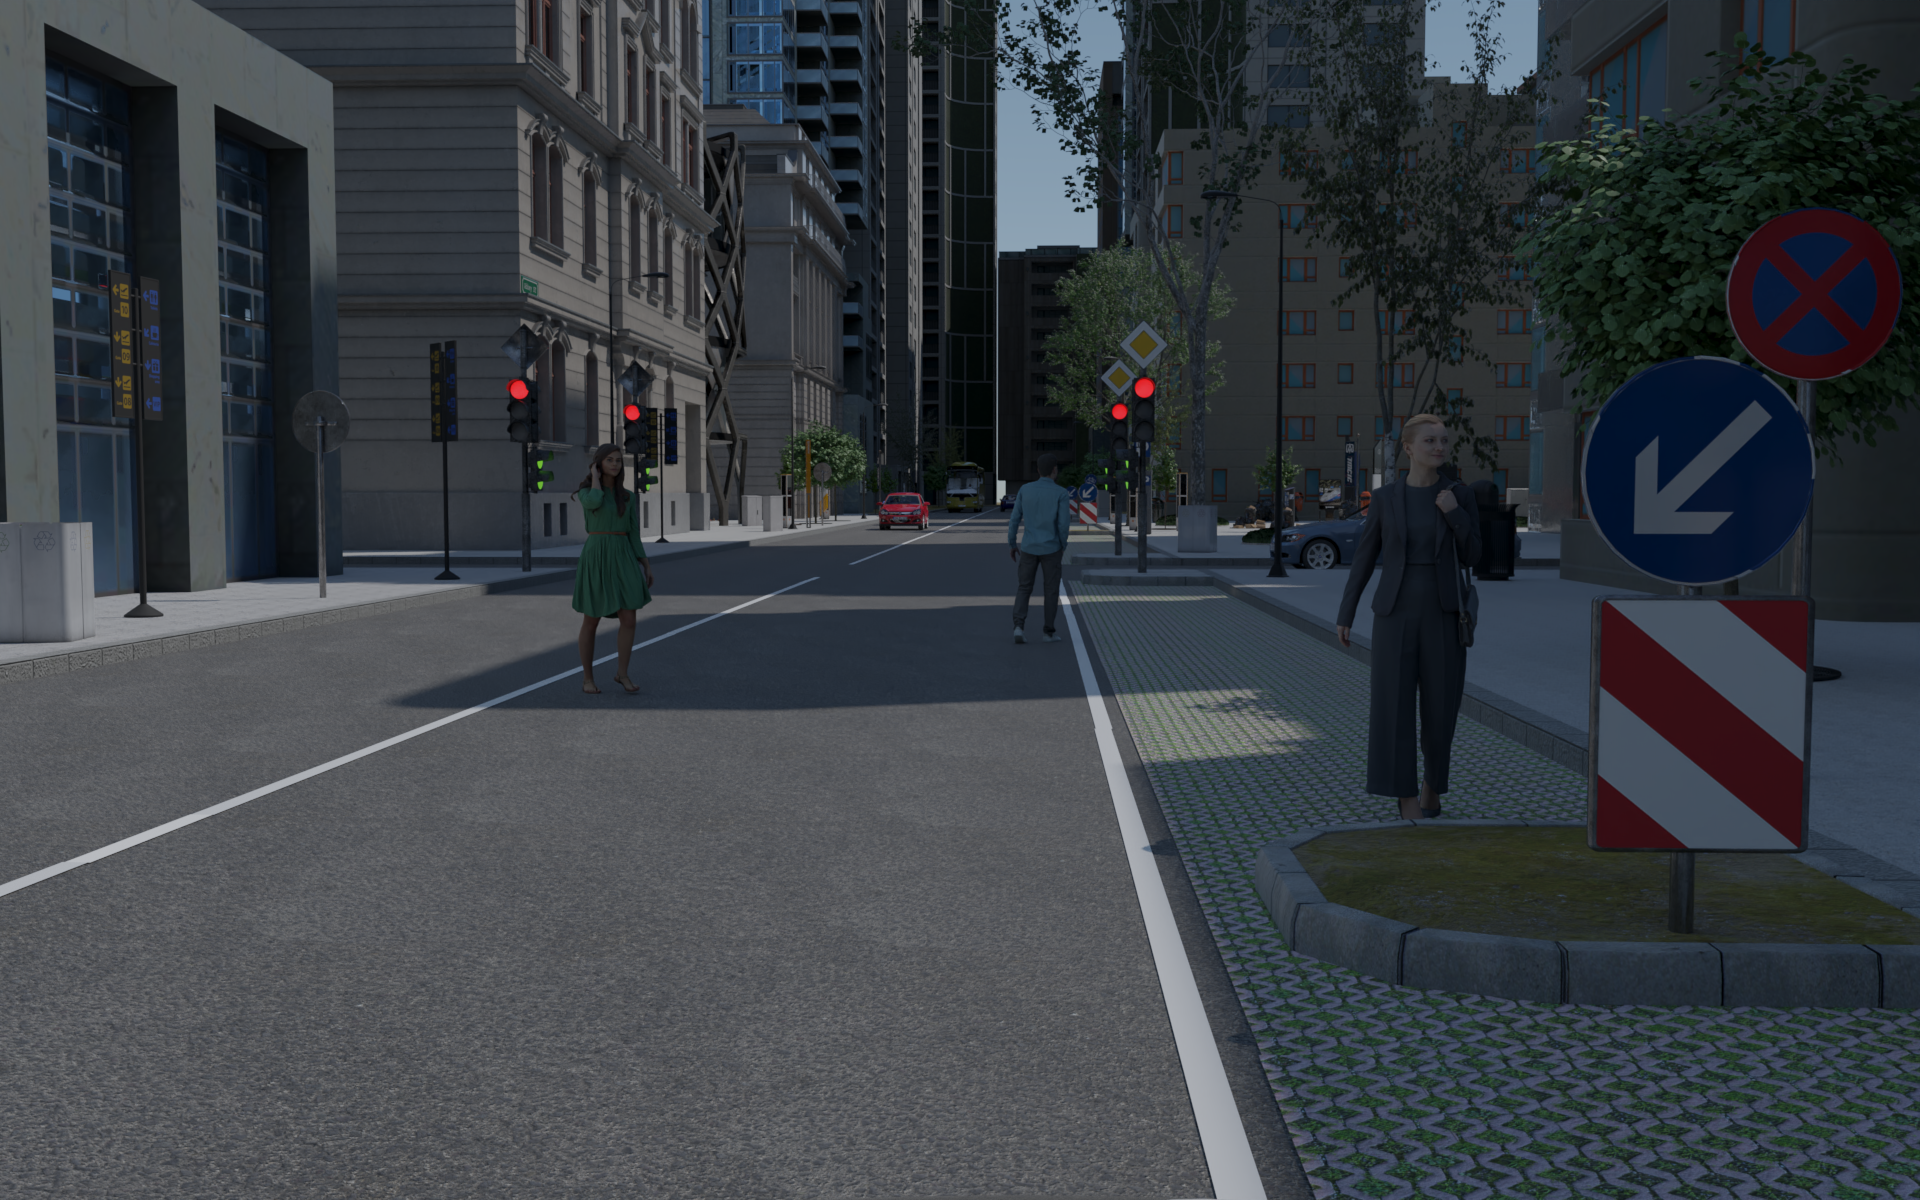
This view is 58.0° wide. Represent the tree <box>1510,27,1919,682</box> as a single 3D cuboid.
[{"bbox_3d":[5.621,-1.753,12.380,4.285,4.588,4.351,0,3,0],"label":"tree"}]

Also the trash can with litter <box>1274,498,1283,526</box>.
[{"bbox_3d":[9.460,-2.444,51.021,1.678,1.210,2.233,0,4,5],"label":"trash can with litter"}]

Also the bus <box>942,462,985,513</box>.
[{"bbox_3d":[0.440,-8.824,135.818,2.896,3.916,12.252,0,4,3],"label":"bus"}]

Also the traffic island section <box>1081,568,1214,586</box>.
[{"bbox_3d":[2.991,-0.364,28.238,2.009,0.180,2.903,0,4,2],"label":"traffic island section"}]

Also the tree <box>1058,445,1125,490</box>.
[{"bbox_3d":[9.663,-8.134,116.703,4.285,4.588,4.351,0,3,0],"label":"tree"}]

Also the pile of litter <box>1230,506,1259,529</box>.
[{"bbox_3d":[10.926,-3.098,64.614,1.719,0.858,1.176,1,4,10],"label":"pile of litter"}]

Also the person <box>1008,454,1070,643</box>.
[{"bbox_3d":[0.743,-0.500,16.692,0.660,1.820,0.620,1,4,20],"label":"person"}]

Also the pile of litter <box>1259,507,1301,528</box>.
[{"bbox_3d":[10.797,-2.600,56.474,1.719,0.858,1.176,0,4,-1],"label":"pile of litter"}]

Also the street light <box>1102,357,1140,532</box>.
[{"bbox_3d":[5.540,-5.268,58.674,1.470,5.913,1.316,0,4,2],"label":"street light"}]

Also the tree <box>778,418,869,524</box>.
[{"bbox_3d":[-6.142,-5.559,74.605,4.285,4.588,4.351,0,3,0],"label":"tree"}]

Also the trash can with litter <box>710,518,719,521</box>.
[{"bbox_3d":[-11.879,-4.346,82.112,1.678,1.210,2.233,1,4,14],"label":"trash can with litter"}]

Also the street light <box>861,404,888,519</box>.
[{"bbox_3d":[-4.409,-7.126,89.053,1.470,5.913,1.316,0,4,2],"label":"street light"}]

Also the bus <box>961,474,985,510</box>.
[{"bbox_3d":[0.666,-10.000,155.042,2.896,3.916,12.252,0,4,4],"label":"bus"}]

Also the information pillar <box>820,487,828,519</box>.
[{"bbox_3d":[-6.895,-5.879,87.477,0.504,3.616,0.183,3,4,38],"label":"information pillar"}]

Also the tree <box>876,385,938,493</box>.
[{"bbox_3d":[-3.567,-10.235,117.705,4.360,8.622,3.978,0,3,0],"label":"tree"}]

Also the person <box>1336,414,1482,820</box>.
[{"bbox_3d":[1.957,0.087,7.492,0.576,1.772,0.534,0,4,-7],"label":"person"}]

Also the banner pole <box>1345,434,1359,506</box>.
[{"bbox_3d":[16.331,-5.016,72.026,0.401,3.779,0.863,-3,5,-41],"label":"banner pole"}]

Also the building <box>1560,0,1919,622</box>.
[{"bbox_3d":[22.301,-10.128,10.632,27.650,21.520,28.899,0,4,2],"label":"building"}]

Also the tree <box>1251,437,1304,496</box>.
[{"bbox_3d":[10.693,-3.941,59.044,1.663,3.219,1.824,0,3,0],"label":"tree"}]

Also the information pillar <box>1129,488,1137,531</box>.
[{"bbox_3d":[6.164,-3.459,61.042,0.304,2.012,0.304,2,4,32],"label":"information pillar"}]

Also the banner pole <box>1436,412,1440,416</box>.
[{"bbox_3d":[14.289,-3.819,52.460,0.863,3.779,0.401,-2,4,-34],"label":"banner pole"}]

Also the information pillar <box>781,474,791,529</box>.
[{"bbox_3d":[-6.463,-3.673,64.545,0.304,2.012,0.304,3,4,37],"label":"information pillar"}]

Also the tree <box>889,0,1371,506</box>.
[{"bbox_3d":[5.058,-11.568,45.027,12.611,20.169,13.585,0,3,0],"label":"tree"}]

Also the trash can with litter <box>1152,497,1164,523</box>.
[{"bbox_3d":[8.909,-4.022,77.144,1.055,1.170,0.624,-3,5,-44],"label":"trash can with litter"}]

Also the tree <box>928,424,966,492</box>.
[{"bbox_3d":[-1.260,-14.094,180.797,4.737,8.622,4.395,0,3,0],"label":"tree"}]

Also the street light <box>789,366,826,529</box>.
[{"bbox_3d":[-5.550,-5.528,62.918,1.470,5.913,1.316,0,4,2],"label":"street light"}]

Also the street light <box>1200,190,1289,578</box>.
[{"bbox_3d":[4.374,-3.309,26.639,1.470,5.913,1.316,0,4,2],"label":"street light"}]

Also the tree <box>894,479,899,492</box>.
[{"bbox_3d":[-4.707,-7.257,113.253,1.663,3.219,1.824,0,3,0],"label":"tree"}]

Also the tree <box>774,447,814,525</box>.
[{"bbox_3d":[-7.032,-4.671,70.975,1.663,3.219,1.824,0,3,0],"label":"tree"}]

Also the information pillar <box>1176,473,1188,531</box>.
[{"bbox_3d":[7.704,-3.404,60.147,0.304,2.012,0.304,-1,4,-14],"label":"information pillar"}]

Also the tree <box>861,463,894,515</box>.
[{"bbox_3d":[-5.336,-6.854,106.660,1.663,3.219,1.824,0,3,0],"label":"tree"}]

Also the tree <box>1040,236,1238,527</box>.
[{"bbox_3d":[6.915,-8.745,68.734,9.928,11.665,9.643,0,3,0],"label":"tree"}]

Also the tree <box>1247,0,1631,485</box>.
[{"bbox_3d":[5.501,-4.328,21.130,4.360,8.622,3.978,0,3,0],"label":"tree"}]

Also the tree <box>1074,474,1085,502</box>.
[{"bbox_3d":[10.334,-9.308,146.780,1.663,3.219,1.824,0,3,0],"label":"tree"}]

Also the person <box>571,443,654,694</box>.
[{"bbox_3d":[-2.525,-0.226,12.449,0.529,1.795,0.600,3,5,42],"label":"person"}]

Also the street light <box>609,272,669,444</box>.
[{"bbox_3d":[-6.779,-3.906,36.404,1.470,5.913,1.316,0,4,2],"label":"street light"}]

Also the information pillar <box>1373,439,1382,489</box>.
[{"bbox_3d":[17.626,-5.006,73.201,0.504,3.616,0.183,-3,5,-40],"label":"information pillar"}]

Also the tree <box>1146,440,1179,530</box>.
[{"bbox_3d":[7.456,-4.145,62.372,1.663,3.219,1.824,0,3,0],"label":"tree"}]

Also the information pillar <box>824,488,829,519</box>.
[{"bbox_3d":[-6.857,-5.155,88.772,0.304,2.012,0.304,0,4,-7],"label":"information pillar"}]

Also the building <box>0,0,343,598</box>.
[{"bbox_3d":[-25.776,-42.923,14.460,31.000,86.520,22.319,0,4,2],"label":"building"}]

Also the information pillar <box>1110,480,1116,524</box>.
[{"bbox_3d":[6.595,-4.258,74.109,0.304,2.012,0.304,1,4,15],"label":"information pillar"}]

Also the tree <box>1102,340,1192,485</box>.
[{"bbox_3d":[8.626,-7.882,79.231,4.737,8.622,4.395,0,3,0],"label":"tree"}]

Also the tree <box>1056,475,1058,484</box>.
[{"bbox_3d":[11.753,-12.091,181.403,4.285,4.588,4.351,0,3,0],"label":"tree"}]

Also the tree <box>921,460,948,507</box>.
[{"bbox_3d":[-2.075,-11.244,167.547,4.285,4.588,4.351,0,3,0],"label":"tree"}]

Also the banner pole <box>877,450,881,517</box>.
[{"bbox_3d":[-4.636,-6.671,99.085,0.401,3.779,0.863,-1,4,-17],"label":"banner pole"}]

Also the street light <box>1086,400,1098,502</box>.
[{"bbox_3d":[6.865,-6.866,84.802,1.470,5.913,1.316,0,4,2],"label":"street light"}]

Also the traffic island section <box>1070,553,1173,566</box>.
[{"bbox_3d":[3.329,-0.852,36.216,2.009,0.180,2.903,0,4,2],"label":"traffic island section"}]
